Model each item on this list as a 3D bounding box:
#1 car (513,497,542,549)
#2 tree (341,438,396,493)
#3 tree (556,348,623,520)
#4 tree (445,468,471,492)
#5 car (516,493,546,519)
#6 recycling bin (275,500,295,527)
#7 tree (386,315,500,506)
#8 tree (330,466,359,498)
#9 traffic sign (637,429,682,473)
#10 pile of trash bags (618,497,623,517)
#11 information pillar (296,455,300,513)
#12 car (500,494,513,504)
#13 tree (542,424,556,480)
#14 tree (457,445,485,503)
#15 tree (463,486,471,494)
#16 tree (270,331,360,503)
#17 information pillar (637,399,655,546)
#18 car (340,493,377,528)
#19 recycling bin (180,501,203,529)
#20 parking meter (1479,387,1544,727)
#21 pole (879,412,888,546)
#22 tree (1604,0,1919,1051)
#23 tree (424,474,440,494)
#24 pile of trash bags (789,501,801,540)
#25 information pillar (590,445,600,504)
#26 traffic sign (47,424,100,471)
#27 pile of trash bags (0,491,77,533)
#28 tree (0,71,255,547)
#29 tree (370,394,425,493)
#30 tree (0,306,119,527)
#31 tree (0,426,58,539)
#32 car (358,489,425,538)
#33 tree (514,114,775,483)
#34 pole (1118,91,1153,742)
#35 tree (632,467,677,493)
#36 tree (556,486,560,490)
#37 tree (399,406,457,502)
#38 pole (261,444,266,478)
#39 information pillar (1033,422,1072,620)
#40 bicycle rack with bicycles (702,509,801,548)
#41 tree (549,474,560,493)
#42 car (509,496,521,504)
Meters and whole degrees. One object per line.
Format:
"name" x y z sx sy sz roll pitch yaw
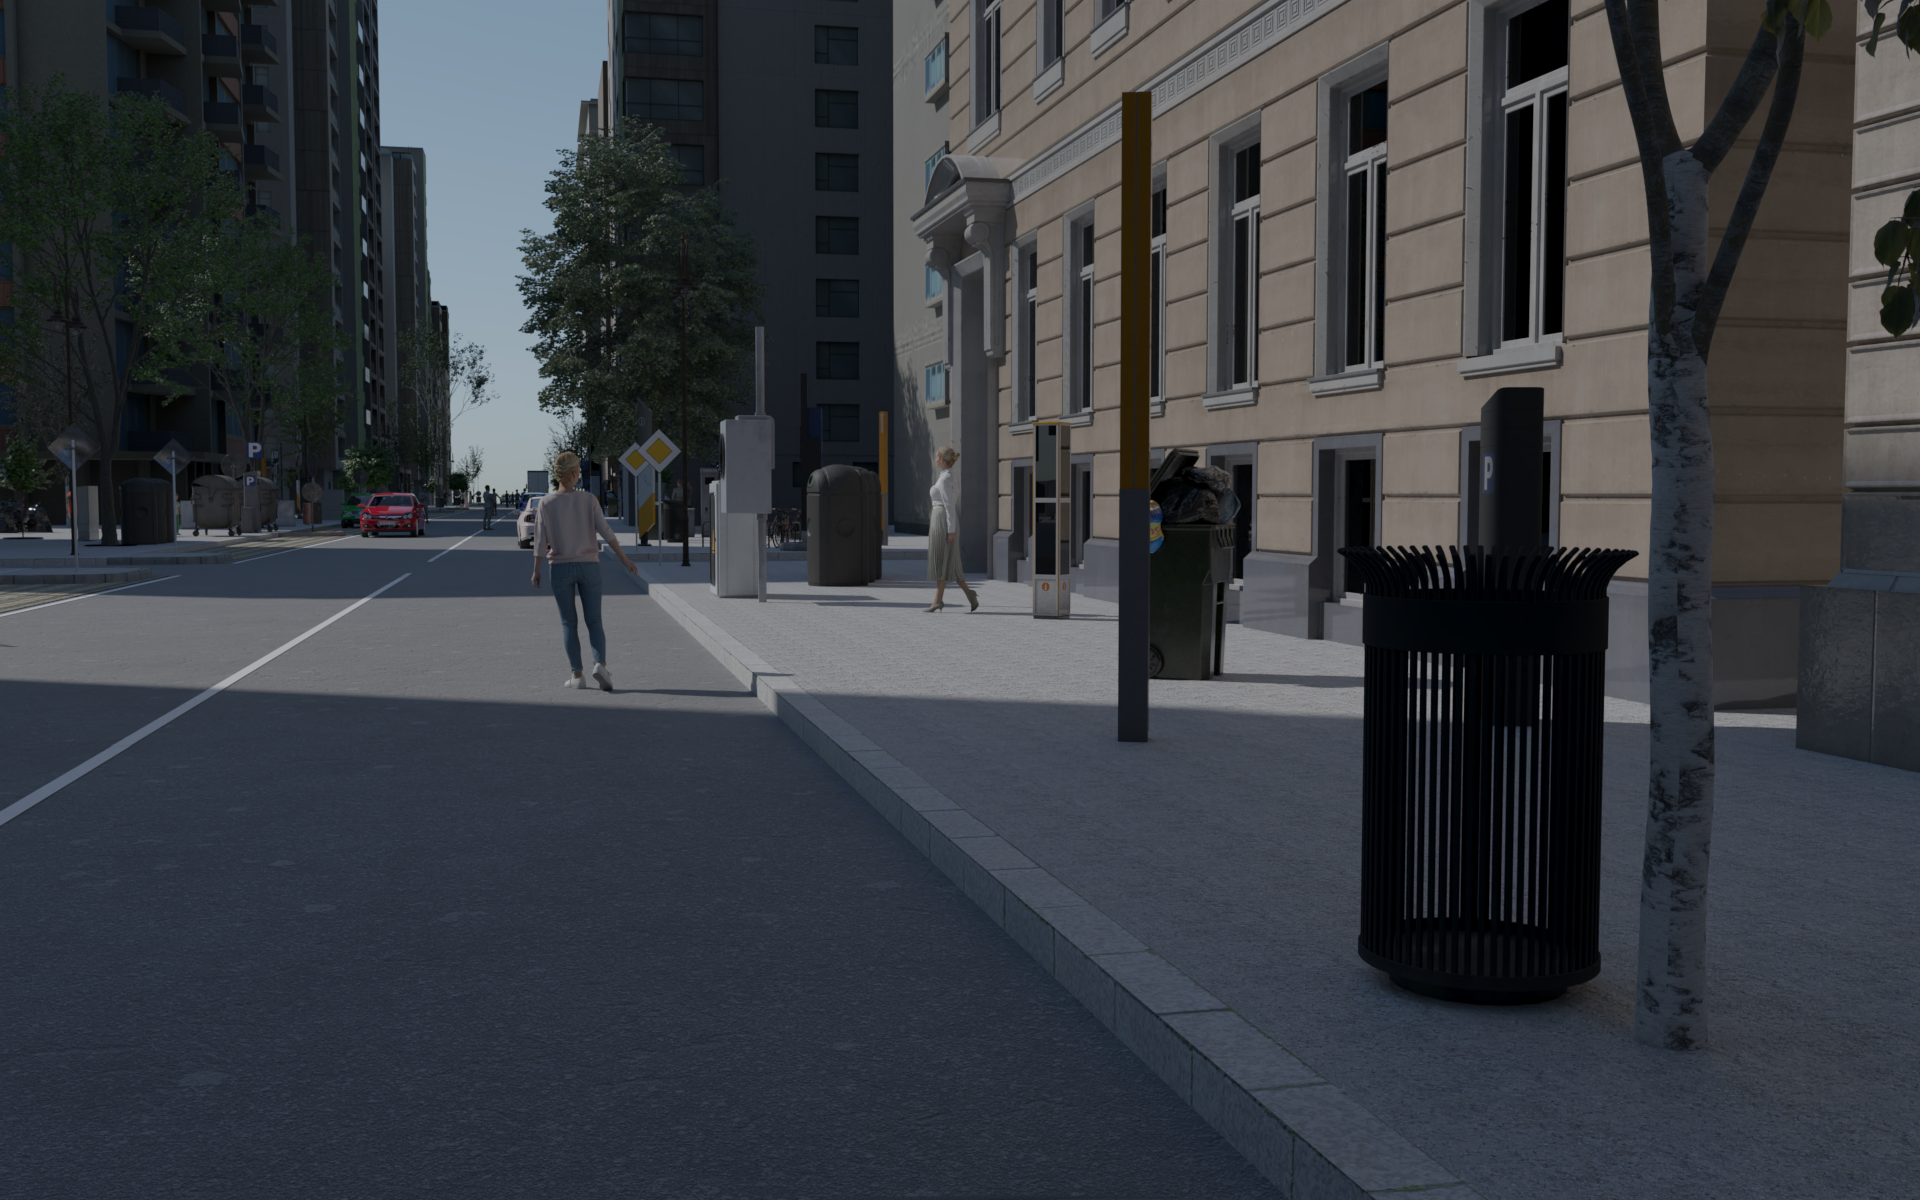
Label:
"car" -10.995 -2.108 46.830 2.083 1.381 4.827 -1 4 -15
"tree" -34.470 -7.182 101.143 4.285 4.588 4.351 0 3 0
"tree" -16.957 -8.291 85.912 4.737 8.622 4.395 0 3 0
"tree" -63.633 -14.414 219.388 4.285 4.588 4.351 0 3 0
"car" -22.386 -4.990 91.175 1.945 1.707 3.694 -1 4 -13
"recycling bin" -26.688 -3.420 68.471 0.722 1.027 0.722 -2 4 -23
"tree" -54.696 -19.923 181.623 12.611 20.169 13.585 0 3 0
"tree" -36.771 -6.711 104.319 1.663 3.219 1.824 0 3 0
"traffic sign" -5.338 -1.756 30.903 0.795 2.593 0.064 -1 4 -14
"pile of trash bags" -18.493 -5.459 99.004 1.912 1.369 3.447 -2 4 -23
"information pillar" -40.088 -6.946 104.915 0.183 3.616 0.504 -1 4 -9
"car" -63.582 -14.143 243.029 2.131 1.459 4.920 -1 4 -13
"tree" -32.513 -11.932 145.456 4.737 8.622 4.395 0 3 0
"tree" -71.106 -18.482 252.549 4.737 8.622 4.395 0 3 0
"tree" -68.787 -15.052 240.695 1.663 3.219 1.824 0 3 0
"tree" -29.173 -7.803 77.945 4.737 8.622 4.395 0 3 0
"information pillar" -7.705 -3.128 42.491 0.504 3.616 0.183 2 4 32
"car" -25.266 -3.968 73.680 1.959 1.807 4.718 -1 4 -14
"recycling bin" -28.440 -3.153 64.102 0.722 1.027 0.722 -2 4 -28
"parking meter" 3.072 -0.243 9.691 0.255 1.863 0.399 0 4 1
"pole" -1.895 -3.004 42.964 0.158 3.312 0.155 0 3 0
"tree" 1.452 -3.263 3.705 4.360 8.622 3.978 0 3 0
"tree" -51.456 -10.677 169.174 1.663 3.219 1.824 0 3 0
"pile of trash bags" -4.298 -2.353 48.223 3.447 1.369 1.912 -1 4 -14
"information pillar" -16.691 -5.378 79.280 0.504 3.616 0.183 -2 4 -31
"traffic sign" -14.671 -1.620 28.683 0.795 2.593 0.064 -1 4 -14
"pile of trash bags" -31.020 -2.945 57.907 1.912 1.369 3.447 3 5 40
"tree" -20.903 -7.131 42.342 9.928 11.665 9.643 0 3 0
"tree" -41.062 -10.791 126.794 4.360 8.622 3.978 0 3 0
"tree" -34.563 -7.096 66.388 4.360 8.622 3.978 0 3 0
"tree" -26.647 -3.354 49.433 1.663 3.219 1.824 0 3 0
"car" -19.165 -3.030 58.586 2.155 1.783 4.494 -1 4 -12
"tree" -10.528 -9.306 58.813 9.857 13.997 8.962 0 3 0
"pole" 0.905 -0.923 8.932 0.158 3.312 0.155 0 3 0
"tree" -11.816 -4.471 67.700 1.663 3.219 1.824 0 3 0
"tree" -48.596 -13.296 211.996 1.663 3.219 1.824 0 3 0
"tree" -44.208 -11.747 142.429 4.737 8.622 4.395 0 3 0
"pole" -28.399 -4.700 70.684 0.158 3.312 0.155 0 3 0
"information pillar" 0.943 -0.813 17.780 0.304 2.012 0.304 2 4 28
"bicycle rack with bicycles" -4.913 -1.781 42.505 2.852 0.926 2.925 1 4 21
"tree" -51.502 -14.684 223.804 4.285 4.588 4.351 0 3 0
"car" -65.349 -14.809 254.484 2.083 1.381 4.827 -1 4 -13
